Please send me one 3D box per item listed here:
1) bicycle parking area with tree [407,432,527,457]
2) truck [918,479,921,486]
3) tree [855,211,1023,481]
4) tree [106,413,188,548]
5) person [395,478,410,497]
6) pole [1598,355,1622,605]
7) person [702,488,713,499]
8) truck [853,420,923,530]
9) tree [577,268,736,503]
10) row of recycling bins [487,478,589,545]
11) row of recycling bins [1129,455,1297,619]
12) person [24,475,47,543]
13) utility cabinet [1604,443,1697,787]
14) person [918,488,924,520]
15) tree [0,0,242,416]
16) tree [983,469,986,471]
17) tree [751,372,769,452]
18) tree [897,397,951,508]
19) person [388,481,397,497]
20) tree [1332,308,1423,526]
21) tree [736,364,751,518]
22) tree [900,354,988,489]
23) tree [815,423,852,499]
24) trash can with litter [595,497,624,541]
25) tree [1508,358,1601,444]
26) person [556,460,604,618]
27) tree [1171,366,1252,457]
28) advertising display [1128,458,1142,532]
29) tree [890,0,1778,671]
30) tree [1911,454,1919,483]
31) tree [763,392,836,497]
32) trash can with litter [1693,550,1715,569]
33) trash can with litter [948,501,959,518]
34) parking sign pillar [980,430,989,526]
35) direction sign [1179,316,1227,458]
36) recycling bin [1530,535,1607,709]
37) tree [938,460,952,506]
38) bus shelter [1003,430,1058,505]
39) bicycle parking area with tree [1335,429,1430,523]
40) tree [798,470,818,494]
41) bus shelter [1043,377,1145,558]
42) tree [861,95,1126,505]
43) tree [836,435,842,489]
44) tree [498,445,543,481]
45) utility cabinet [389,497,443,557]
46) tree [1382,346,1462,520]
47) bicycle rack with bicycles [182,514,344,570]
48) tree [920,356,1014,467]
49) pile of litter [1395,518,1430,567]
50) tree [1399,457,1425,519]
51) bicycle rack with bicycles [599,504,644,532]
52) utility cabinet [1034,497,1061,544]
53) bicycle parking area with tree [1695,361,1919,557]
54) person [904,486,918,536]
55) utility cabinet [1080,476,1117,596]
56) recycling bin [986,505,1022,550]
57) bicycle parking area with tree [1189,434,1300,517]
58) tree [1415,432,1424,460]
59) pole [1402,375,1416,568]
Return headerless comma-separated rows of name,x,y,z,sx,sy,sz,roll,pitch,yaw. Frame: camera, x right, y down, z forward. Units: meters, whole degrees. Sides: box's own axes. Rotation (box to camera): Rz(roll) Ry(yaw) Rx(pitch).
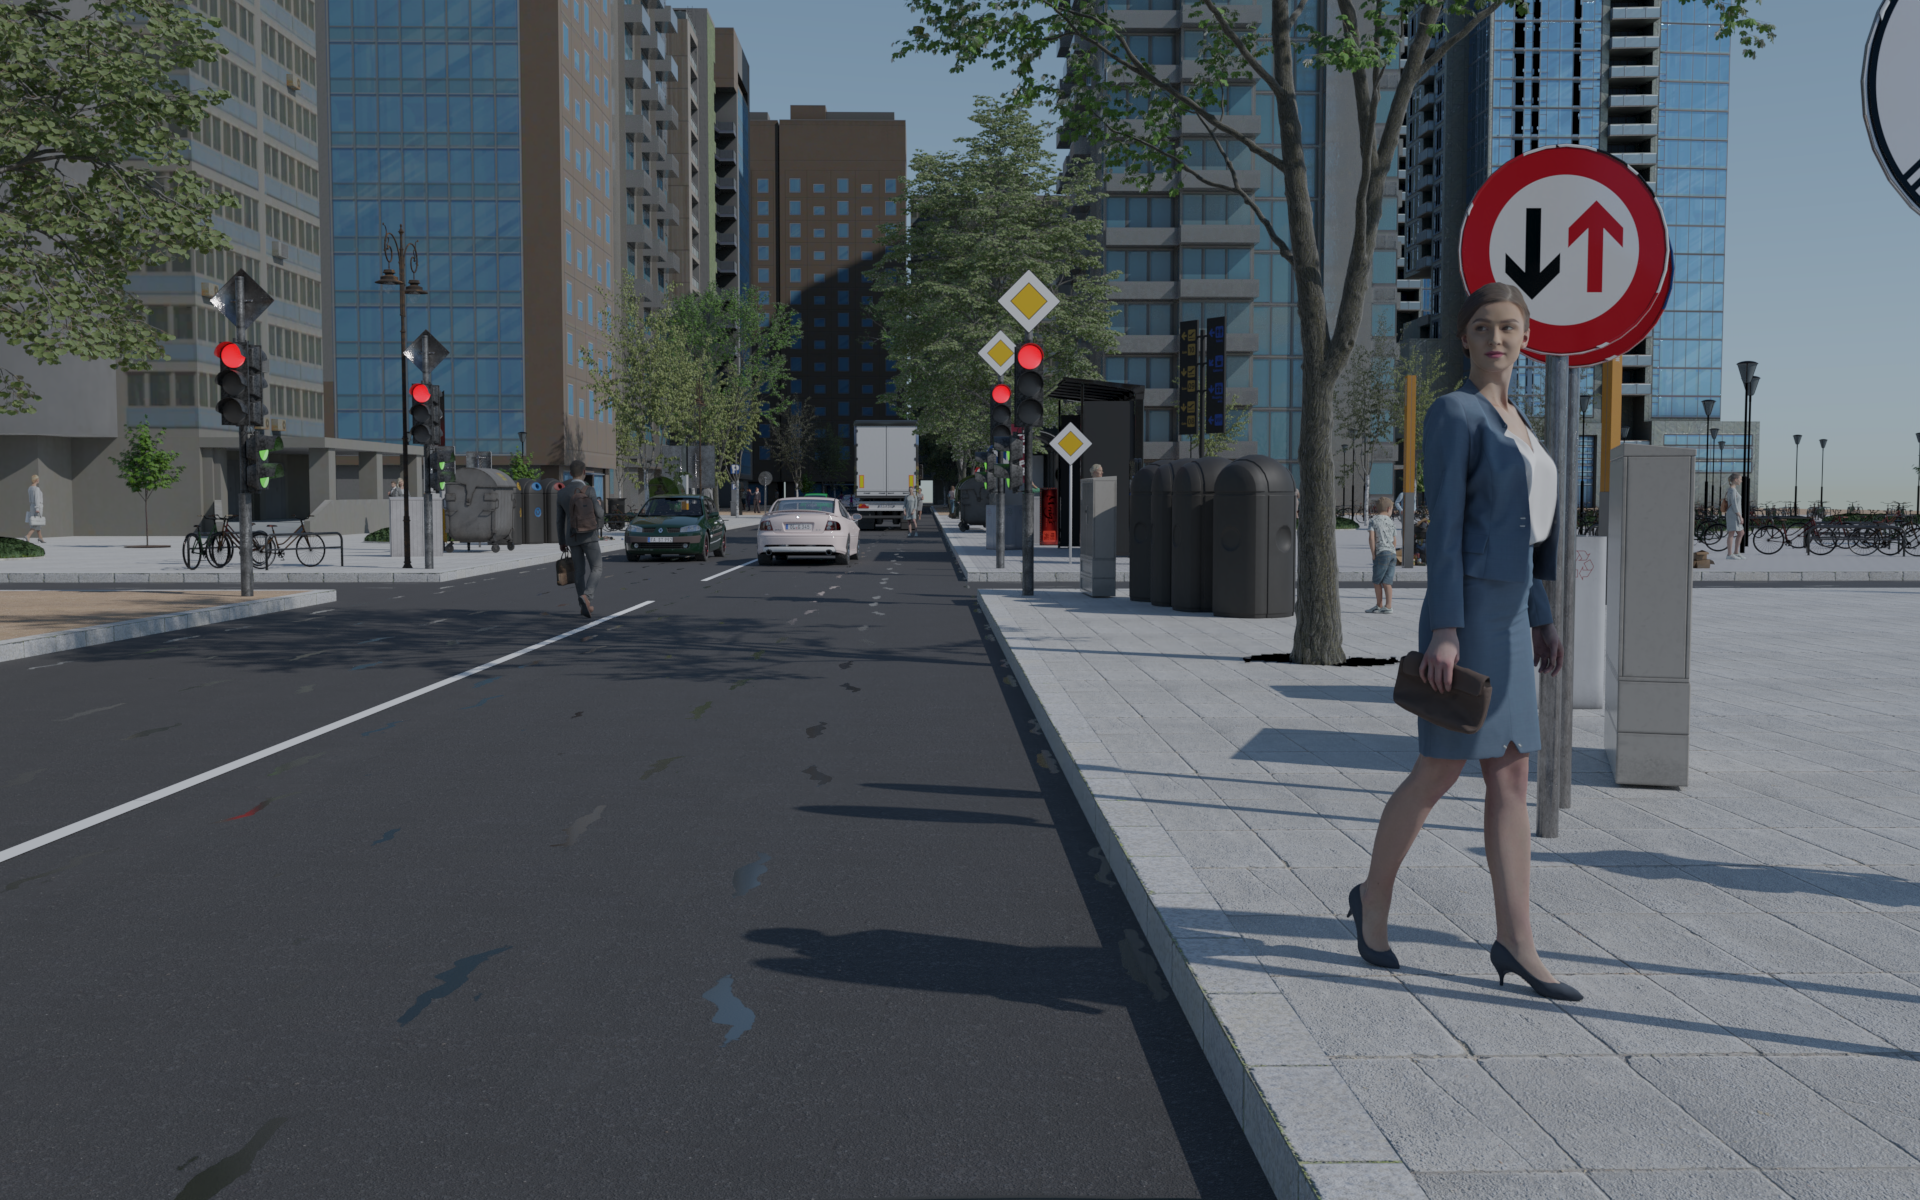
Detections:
bicycle parking area with tree,-22.799,-5.669,79.684,8.231,4.147,9.016,1,4,10
truck,-4.491,-8.886,134.193,2.839,4.237,11.283,0,4,-1
tree,-0.775,-15.867,115.321,12.611,20.169,13.585,0,3,0
tree,-19.378,-2.853,41.249,1.663,3.219,1.824,0,3,0
person,-17.903,-3.025,55.691,0.537,1.800,0.526,-3,5,-40
pole,7.512,-1.600,20.007,0.158,3.312,0.155,0,3,0
person,-11.370,-4.353,77.393,0.709,1.800,0.728,1,4,18
truck,-2.935,-5.050,71.483,2.839,4.237,11.283,0,4,-1
tree,-10.215,-6.467,56.094,4.737,8.622,4.395,0,3,0
row of recycling bins,-10.909,-2.308,44.841,1.069,1.692,3.534,2,4,27
row of recycling bins,2.750,-0.756,19.474,1.069,1.692,3.534,-1,4,-13
person,-24.066,-2.361,45.001,0.624,1.780,0.694,-3,5,-42
utility cabinet,3.190,0.041,8.017,0.318,1.500,1.173,1,4,18
person,-2.366,-5.350,96.327,0.716,1.782,0.532,0,3,0
tree,-10.561,-5.937,15.190,7.486,12.596,7.792,0,3,0
tree,1.581,-4.548,68.963,1.663,3.219,1.824,0,3,0
tree,-12.202,-8.749,93.404,4.737,8.622,4.395,0,3,0
tree,-1.110,-15.445,162.901,12.009,13.543,11.850,0,3,0
person,-23.535,-4.043,72.114,0.622,1.834,0.822,2,4,26
tree,16.421,-7.292,69.587,4.360,8.622,3.978,0,3,0
tree,-11.599,-7.640,75.277,4.737,8.622,4.395,0,3,0
tree,-0.315,-14.767,148.095,9.857,13.997,8.962,0,3,0
tree,-12.787,-13.792,175.862,4.737,8.622,4.395,0,3,0
trash can with litter,-10.189,-2.261,48.024,1.678,1.210,2.233,0,4,0
tree,28.507,-8.127,83.234,4.360,8.622,3.978,0,3,0
person,-4.453,-0.724,20.298,0.622,1.834,0.822,0,4,6
tree,13.168,-8.681,92.299,4.737,8.622,4.395,0,3,0
advertising display,3.192,-1.615,31.626,0.123,1.923,0.974,0,4,-1
tree,2.848,-5.332,12.932,9.928,11.665,9.643,0,3,0
tree,25.087,-3.001,43.673,1.663,3.219,1.824,0,3,0
tree,-11.919,-10.643,124.382,4.360,8.622,3.978,0,3,0
trash can with litter,12.477,-1.135,29.945,1.055,1.170,0.624,-1,4,-21
trash can with litter,-0.230,-4.961,92.503,1.055,1.170,0.624,3,5,43
parking sign pillar,1.452,-5.042,70.904,1.447,3.967,1.447,-2,4,-33
direction sign,3.139,-1.865,22.491,0.379,3.537,0.876,-2,4,-33
recycling bin,3.487,0.117,10.645,0.722,1.027,0.722,0,3,0
tree,-1.619,-14.037,179.865,4.360,8.622,3.978,0,3,0
bus shelter,2.325,-3.896,57.628,2.014,3.302,5.546,0,4,-1
bicycle parking area with tree,18.361,-5.627,79.010,9.016,4.147,8.231,2,4,32
tree,-12.463,-8.907,140.235,1.663,3.219,1.824,0,3,0
bus shelter,2.864,-2.844,37.780,1.731,3.624,6.357,0,4,-1
tree,0.987,-8.019,49.236,7.486,12.596,7.792,0,3,0
tree,-12.976,-13.056,163.834,4.360,8.622,3.978,0,3,0
tree,-17.443,-4.495,68.096,1.663,3.219,1.824,0,3,0
utility cabinet,-11.165,-1.491,35.547,1.020,1.237,0.306,-1,4,-22
tree,23.005,-8.331,86.572,4.737,8.622,4.395,0,3,0
bicycle rack with bicycles,-12.296,-1.025,30.136,2.852,0.926,2.925,2,4,24
tree,0.964,-10.207,101.296,7.601,10.594,8.767,-3,4,-37
pile of litter,8.127,-1.065,31.376,1.719,0.858,1.176,-2,4,-34
tree,23.875,-5.841,90.110,1.663,3.219,1.824,0,3,0
bicycle rack with bicycles,-11.439,-2.804,59.222,2.925,0.926,2.852,0,4,6
utility cabinet,2.373,-2.062,44.878,1.020,1.237,0.306,0,4,1
bicycle parking area with tree,18.193,-3.222,39.679,9.016,4.147,8.231,3,4,39
person,-1.670,-3.034,59.106,0.512,1.701,0.522,1,4,8
utility cabinet,1.729,-0.808,21.896,0.318,1.500,1.173,0,4,-4
recycling bin,1.081,-1.682,40.057,0.722,1.027,0.722,-2,4,-34
bicycle parking area with tree,7.836,-5.138,71.015,8.231,4.147,9.016,-2,4,-34
tree,17.892,-4.756,61.471,4.285,4.588,4.351,0,3,0
pole,7.749,-2.205,29.892,0.158,3.312,0.155,0,3,0
